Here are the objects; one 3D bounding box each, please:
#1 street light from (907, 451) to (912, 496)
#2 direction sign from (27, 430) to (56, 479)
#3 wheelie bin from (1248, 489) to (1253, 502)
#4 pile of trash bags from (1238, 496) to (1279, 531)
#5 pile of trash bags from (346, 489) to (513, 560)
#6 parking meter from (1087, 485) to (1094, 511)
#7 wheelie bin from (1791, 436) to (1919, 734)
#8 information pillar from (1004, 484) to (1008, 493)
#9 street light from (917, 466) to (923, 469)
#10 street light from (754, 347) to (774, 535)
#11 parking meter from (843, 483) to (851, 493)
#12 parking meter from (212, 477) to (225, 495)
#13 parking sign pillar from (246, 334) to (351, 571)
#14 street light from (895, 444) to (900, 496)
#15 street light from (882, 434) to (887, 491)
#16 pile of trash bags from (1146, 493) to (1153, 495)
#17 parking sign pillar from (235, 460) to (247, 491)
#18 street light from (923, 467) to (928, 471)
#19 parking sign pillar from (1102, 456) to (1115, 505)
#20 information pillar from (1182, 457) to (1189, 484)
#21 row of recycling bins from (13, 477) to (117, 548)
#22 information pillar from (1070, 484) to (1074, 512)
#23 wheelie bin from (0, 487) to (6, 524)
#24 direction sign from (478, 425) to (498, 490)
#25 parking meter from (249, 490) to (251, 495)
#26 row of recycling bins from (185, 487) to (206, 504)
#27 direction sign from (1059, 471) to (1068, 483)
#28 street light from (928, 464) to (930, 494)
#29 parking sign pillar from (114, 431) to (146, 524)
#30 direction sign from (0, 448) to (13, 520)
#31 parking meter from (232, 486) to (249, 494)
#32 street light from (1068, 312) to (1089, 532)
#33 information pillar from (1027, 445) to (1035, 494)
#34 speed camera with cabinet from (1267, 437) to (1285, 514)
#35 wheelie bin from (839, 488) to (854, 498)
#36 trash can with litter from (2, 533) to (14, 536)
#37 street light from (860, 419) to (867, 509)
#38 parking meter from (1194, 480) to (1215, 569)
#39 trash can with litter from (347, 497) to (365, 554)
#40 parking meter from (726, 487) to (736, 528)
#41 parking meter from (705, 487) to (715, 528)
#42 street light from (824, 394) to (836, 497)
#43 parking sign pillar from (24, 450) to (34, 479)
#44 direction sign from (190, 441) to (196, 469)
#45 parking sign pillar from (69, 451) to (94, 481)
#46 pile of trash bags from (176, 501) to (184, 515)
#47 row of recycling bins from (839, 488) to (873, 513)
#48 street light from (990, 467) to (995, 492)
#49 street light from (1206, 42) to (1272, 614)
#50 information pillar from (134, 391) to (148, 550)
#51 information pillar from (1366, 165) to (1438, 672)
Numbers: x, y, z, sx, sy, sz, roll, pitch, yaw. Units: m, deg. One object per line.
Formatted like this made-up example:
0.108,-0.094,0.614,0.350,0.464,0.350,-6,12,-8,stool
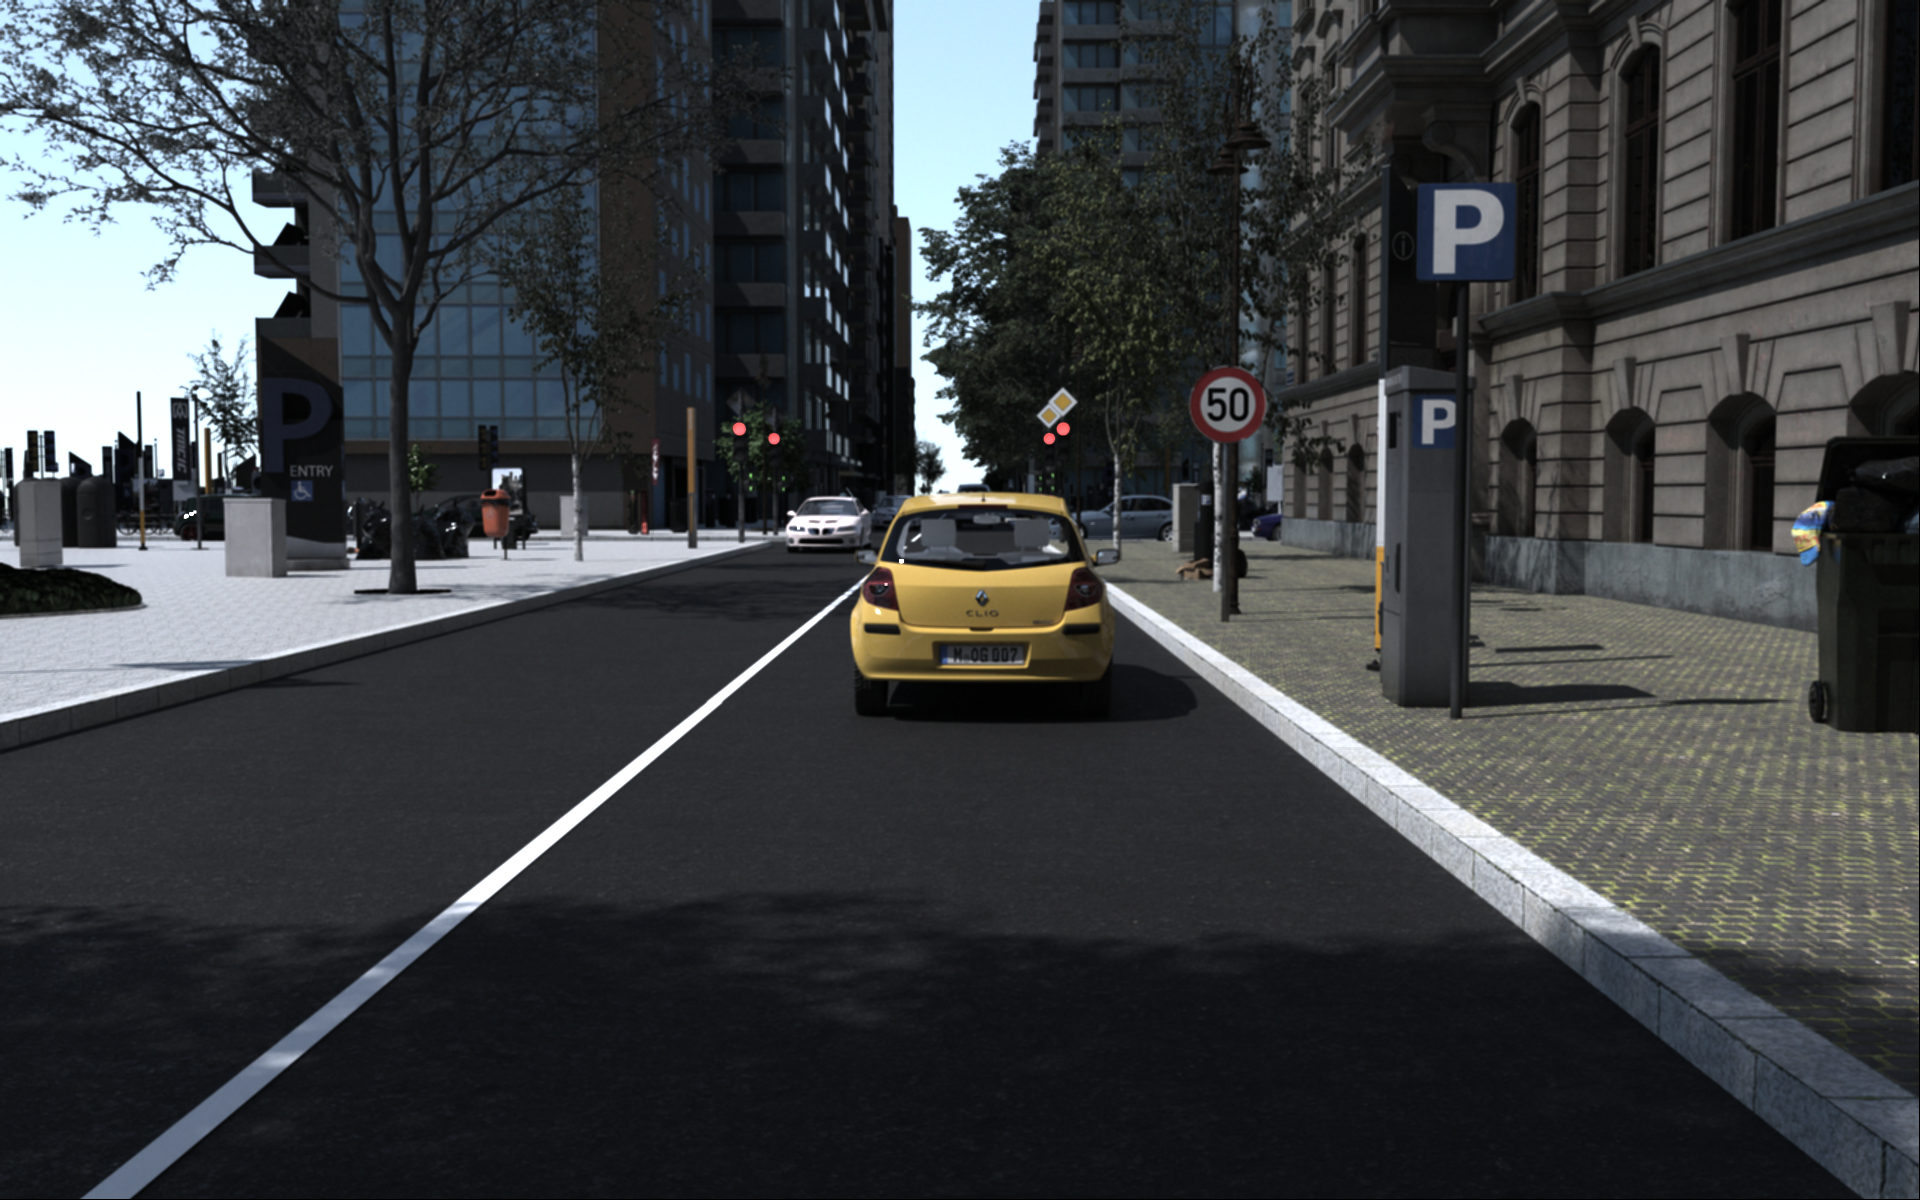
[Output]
-5.331,-12.801,182.088,0.468,5.910,1.993,0,4,0,street light
-32.670,-4.261,61.663,0.876,3.537,0.379,-1,4,-21,direction sign
17.128,-5.885,104.125,0.980,1.594,0.693,-3,4,-38,wheelie bin
10.399,-3.159,61.405,1.912,1.369,3.447,-3,5,-40,pile of trash bags
-10.233,-1.493,34.160,3.447,1.369,1.912,2,4,26,pile of trash bags
8.751,-6.767,116.351,0.399,1.863,0.255,-1,4,-19,parking meter
5.091,-0.094,9.442,0.980,1.594,0.693,1,4,14,wheelie bin
3.185,-7.096,120.509,0.304,2.012,0.304,0,4,5,information pillar
-5.176,-14.725,213.533,0.468,5.910,1.993,0,4,0,street light
-6.147,-4.994,54.436,0.468,5.910,1.993,0,4,0,street light
-5.951,-5.221,91.070,0.399,1.863,0.255,1,4,22,parking meter
-24.763,-3.188,57.831,0.255,1.863,0.399,3,5,42,parking meter
-11.123,-2.498,29.315,1.447,3.967,1.447,-1,4,-11,parking sign pillar
-5.591,-11.220,156.235,0.468,5.910,1.993,0,4,0,street light
-5.631,-9.639,130.380,0.468,5.910,1.993,0,4,0,street light
13.518,-6.718,119.596,1.912,1.369,3.447,-1,4,-13,pile of trash bags
-47.440,-7.748,115.152,1.447,3.967,1.447,-1,4,-14,parking sign pillar
-4.998,-16.306,239.387,0.468,5.910,1.993,0,4,0,street light
10.586,-8.106,121.004,1.447,3.967,1.447,2,4,33,parking sign pillar
14.251,-7.211,109.262,0.504,3.616,0.183,3,4,37,information pillar
-21.746,-2.133,41.989,3.534,1.692,1.069,2,4,33,row of recycling bins
8.064,-7.363,124.882,0.304,2.012,0.304,1,4,8,information pillar
-40.146,-3.920,71.992,0.693,1.594,0.980,2,4,32,wheelie bin
-15.569,-3.990,57.227,0.379,3.537,0.876,2,4,28,direction sign
-39.001,-5.288,94.867,0.372,1.533,0.369,0,3,0,parking meter
-42.187,-5.408,95.533,1.069,1.692,3.534,-3,4,-37,row of recycling bins
7.005,-7.716,118.154,0.876,3.537,0.379,2,4,35,direction sign
-4.828,-17.887,265.241,0.468,5.910,1.993,0,4,0,street light
-35.481,-5.234,74.041,1.447,3.967,1.447,1,4,17,parking sign pillar
-46.601,-5.652,84.410,0.379,3.537,0.876,3,4,37,direction sign
-23.738,-2.970,56.979,0.372,1.533,0.369,0,3,0,parking meter
3.036,-4.368,44.208,0.468,5.910,1.993,0,4,0,street light
3.008,-5.020,73.435,0.183,3.616,0.504,2,4,35,information pillar
10.586,-3.785,56.226,0.660,3.252,2.038,2,4,31,speed camera with cabinet
-5.736,-4.868,87.493,0.693,1.594,0.980,0,4,2,wheelie bin
-28.617,-2.635,54.136,2.233,1.210,1.678,-1,4,-21,trash can with litter
-5.934,-8.199,106.835,0.468,5.910,1.993,0,4,0,street light
4.079,-1.245,28.772,0.372,1.533,0.369,0,3,0,parking meter
-13.041,-1.650,38.042,1.678,1.210,2.233,-1,4,-13,trash can with litter
-8.752,-3.531,66.147,0.372,1.533,0.369,0,3,0,parking meter
-9.550,-3.535,66.213,0.372,1.533,0.369,0,3,0,parking meter
-6.034,-6.575,80.290,0.468,5.910,1.993,0,4,0,street light
-57.263,-7.218,106.483,1.447,3.967,1.447,-2,4,-32,parking sign pillar
-33.106,-5.050,74.560,0.876,3.537,0.379,2,4,32,direction sign
-55.075,-7.347,108.602,1.447,3.967,1.447,3,5,45,parking sign pillar
-41.675,-4.883,89.592,3.447,1.369,1.912,1,4,10,pile of trash bags
-7.596,-6.745,117.398,3.534,1.692,1.069,1,4,13,row of recycling bins
4.261,-16.049,235.181,0.468,5.910,1.993,0,4,0,street light
2.920,-2.787,18.354,0.468,5.910,1.993,0,4,0,street light
-18.747,-2.953,39.644,0.183,3.616,0.504,-2,4,-24,information pillar
3.229,-1.297,12.559,0.504,3.616,0.183,-2,4,-28,information pillar
